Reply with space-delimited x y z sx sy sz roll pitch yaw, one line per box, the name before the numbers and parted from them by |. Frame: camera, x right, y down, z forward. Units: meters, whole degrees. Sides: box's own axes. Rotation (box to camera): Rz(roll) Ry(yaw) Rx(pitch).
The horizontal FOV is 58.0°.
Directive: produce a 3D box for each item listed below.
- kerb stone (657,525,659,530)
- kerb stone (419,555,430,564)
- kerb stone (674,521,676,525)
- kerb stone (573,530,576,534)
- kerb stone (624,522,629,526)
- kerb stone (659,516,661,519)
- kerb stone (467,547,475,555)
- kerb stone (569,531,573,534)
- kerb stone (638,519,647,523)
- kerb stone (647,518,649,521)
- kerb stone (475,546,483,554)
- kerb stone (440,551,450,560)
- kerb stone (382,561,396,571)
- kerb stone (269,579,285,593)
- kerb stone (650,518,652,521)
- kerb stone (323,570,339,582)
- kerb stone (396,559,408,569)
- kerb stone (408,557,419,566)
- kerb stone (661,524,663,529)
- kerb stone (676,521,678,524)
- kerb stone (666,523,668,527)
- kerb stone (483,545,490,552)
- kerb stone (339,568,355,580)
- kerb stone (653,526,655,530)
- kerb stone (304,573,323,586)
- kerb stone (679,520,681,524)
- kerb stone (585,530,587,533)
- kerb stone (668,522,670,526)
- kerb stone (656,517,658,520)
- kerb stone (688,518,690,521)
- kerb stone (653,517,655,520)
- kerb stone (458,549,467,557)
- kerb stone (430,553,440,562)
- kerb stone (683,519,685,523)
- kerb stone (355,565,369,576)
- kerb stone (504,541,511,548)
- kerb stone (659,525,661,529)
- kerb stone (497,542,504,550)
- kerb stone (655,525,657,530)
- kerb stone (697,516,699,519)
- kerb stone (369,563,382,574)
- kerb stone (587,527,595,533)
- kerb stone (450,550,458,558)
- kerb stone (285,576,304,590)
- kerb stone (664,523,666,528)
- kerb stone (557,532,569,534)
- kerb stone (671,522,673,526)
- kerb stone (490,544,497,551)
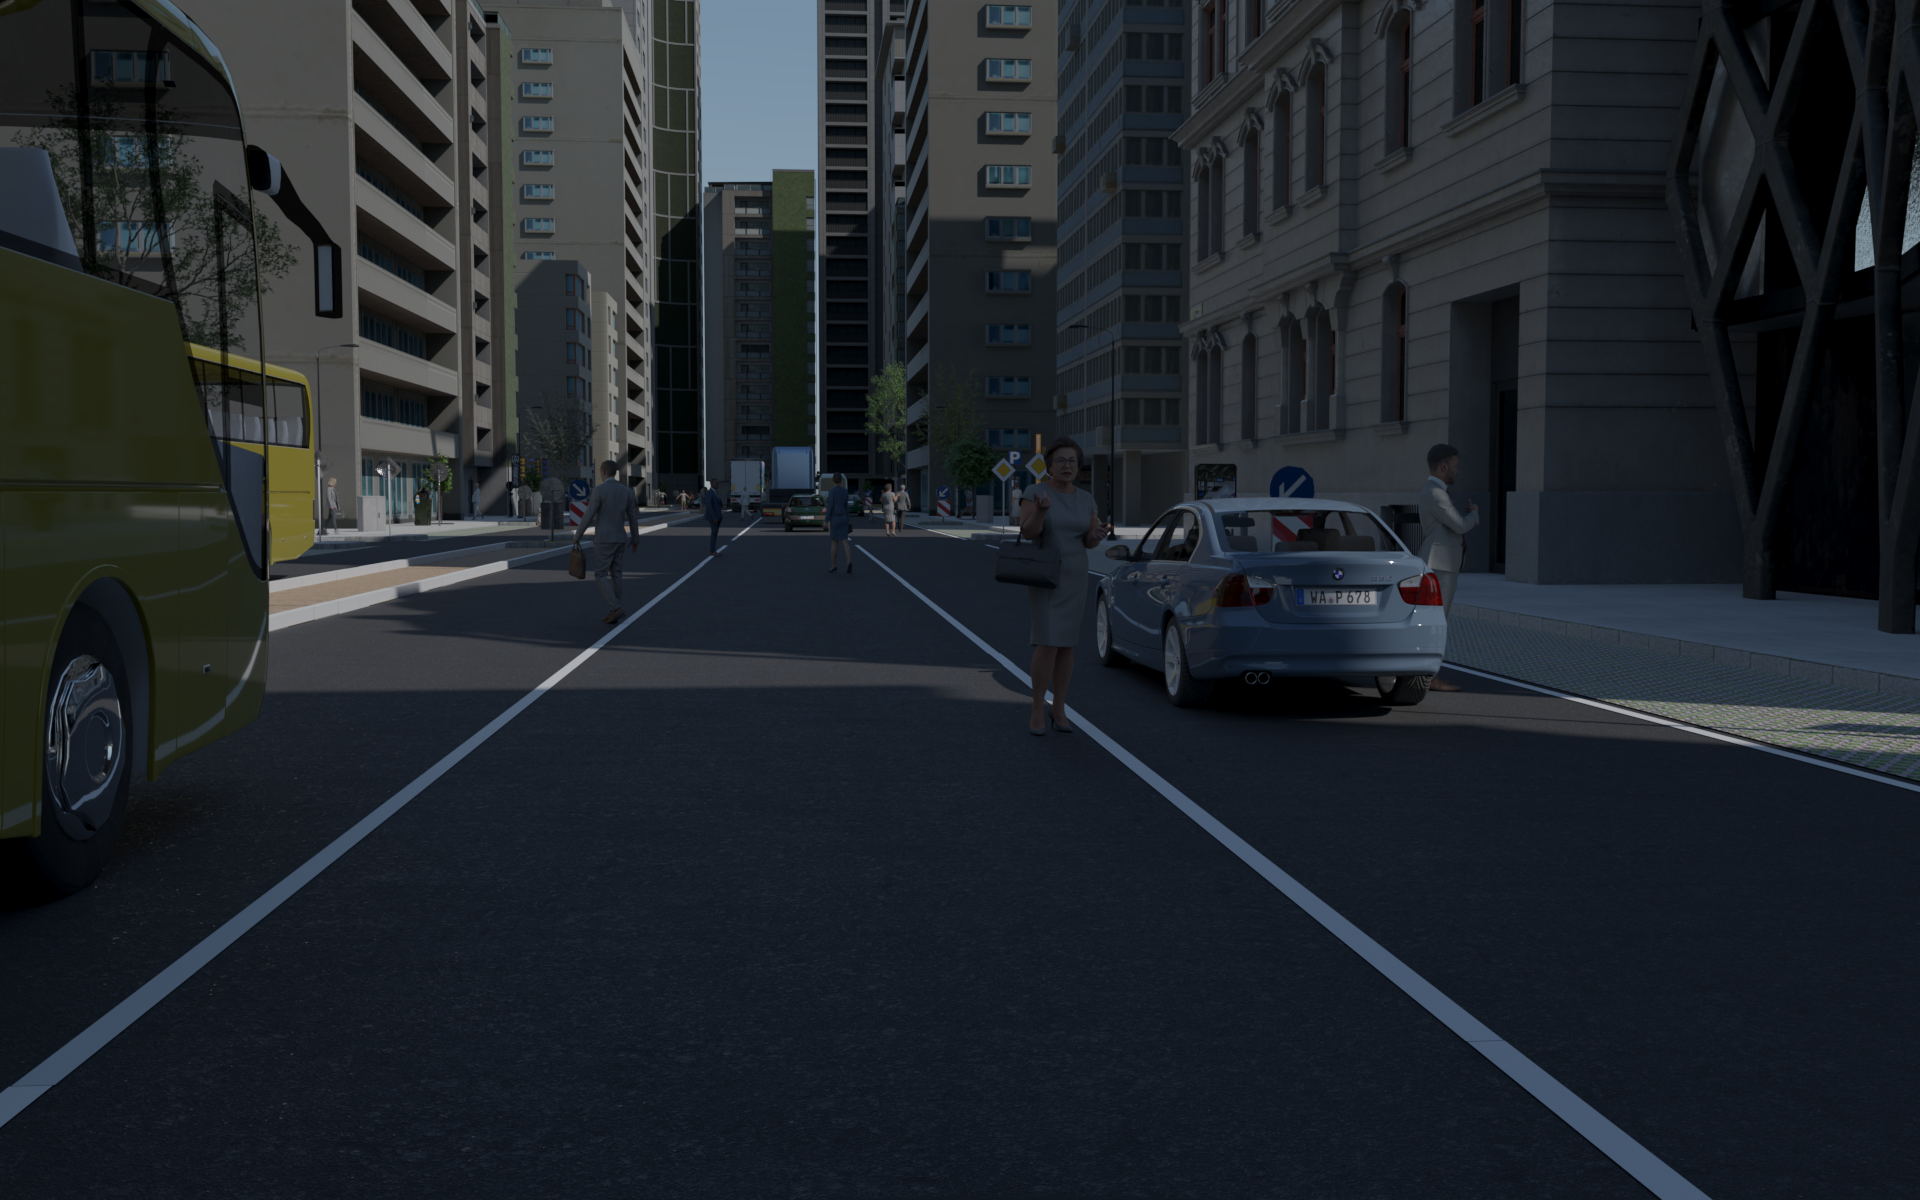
kerb stone | -12.143 -2.843 68.686 0.120 0.150 1.000 0 4 -6
kerb stone | -11.020 -0.801 35.286 0.120 0.150 1.000 0 4 -6
kerb stone | -13.145 -3.466 78.901 0.120 0.150 1.000 0 4 -6
kerb stone | -13.345 -2.268 59.314 0.120 0.150 1.000 0 4 -6
kerb stone | -15.434 -3.577 80.748 0.120 0.150 1.000 0 4 -6
kerb stone | -17.013 -4.580 97.082 0.120 0.150 1.000 0 4 -6
kerb stone | -11.513 -1.113 40.393 0.120 0.150 1.000 0 4 -6
kerb stone | -13.243 -2.208 58.297 0.120 0.150 1.000 0 4 -6
kerb stone | -16.117 -4.018 87.895 0.120 0.150 1.000 0 4 -6
kerb stone | -16.218 -4.081 88.912 0.120 0.150 1.000 0 4 -6
kerb stone | -11.620 -1.175 41.409 0.120 0.150 1.000 0 4 -6
kerb stone | -11.216 -0.925 37.327 0.120 0.150 1.000 0 4 -6
kerb stone | -10.724 -0.614 32.228 0.120 0.150 1.000 0 4 -6
kerb stone | -10.027 -0.176 25.091 0.120 0.150 1.000 0 4 -6
kerb stone | -16.412 -4.198 90.951 0.120 0.150 1.000 0 4 -6
kerb stone | -10.331 -0.361 28.148 0.120 0.150 1.000 0 4 -6
kerb stone | -10.818 -0.676 33.245 0.120 0.150 1.000 0 4 -6
kerb stone | -10.927 -0.734 34.263 0.120 0.150 1.000 0 4 -6
kerb stone | -12.346 -2.968 70.723 0.120 0.150 1.000 0 4 -6
kerb stone | -13.234 -3.529 79.924 0.120 0.150 1.000 0 4 -6
kerb stone | -12.639 -3.156 73.804 0.120 0.150 1.000 0 4 -6
kerb stone | -11.715 -1.238 42.433 0.120 0.150 1.000 0 4 -6
kerb stone | -10.421 -0.425 29.165 0.120 0.150 1.000 0 4 -6
kerb stone | -11.952 -2.719 66.646 0.120 0.150 1.000 0 4 -6
kerb stone | -10.222 -0.300 27.125 0.120 0.150 1.000 0 4 -6
kerb stone | -13.437 -3.656 81.977 0.120 0.150 1.000 0 4 -6
kerb stone | -13.644 -2.458 62.384 0.120 0.150 1.000 0 4 -6
kerb stone | -12.742 -3.218 74.825 0.120 0.150 1.000 0 4 -6
kerb stone | -16.816 -4.456 95.047 0.120 0.150 1.000 0 4 -6
kerb stone | -14.129 -4.093 89.110 0.120 0.150 1.000 0 4 -6
kerb stone | -16.616 -4.330 92.995 0.120 0.150 1.000 0 4 -6
kerb stone | -11.417 -1.051 39.375 0.120 0.150 1.000 0 4 -6
kerb stone | -11.124 -0.863 36.309 0.120 0.150 1.000 0 4 -6
kerb stone | -13.733 -3.834 85.036 0.120 0.150 1.000 0 4 -6
kerb stone | -10.523 -0.483 30.183 0.120 0.150 1.000 0 4 -6
kerb stone | -12.012 -1.424 45.492 0.120 0.150 1.000 0 4 -6
kerb stone | -12.246 -2.905 69.706 0.120 0.150 1.000 0 4 -6
kerb stone | -11.915 -1.362 44.471 0.120 0.150 1.000 0 4 -6
kerb stone | -12.054 -2.781 67.664 0.120 0.150 1.000 0 4 -6
kerb stone | -14.915 -4.592 97.272 0.120 0.150 1.000 0 4 -6
kerb stone | -10.636 -0.549 31.210 0.120 0.150 1.000 0 4 -6
kerb stone | -13.944 -2.645 65.440 0.120 0.150 1.000 0 4 -6
kerb stone | -11.325 -0.988 38.355 0.120 0.150 1.000 0 4 -6
kerb stone | -10.128 -0.236 26.108 0.120 0.150 1.000 0 4 -6
kerb stone | -12.545 -3.091 72.769 0.120 0.150 1.000 0 4 -6
kerb stone | -13.151 -2.145 57.277 0.120 0.150 1.000 0 4 -6
kerb stone | -12.944 -3.344 76.866 0.120 0.150 1.000 0 4 -6
kerb stone | -11.818 -1.300 43.454 0.120 0.150 1.000 0 4 -6
